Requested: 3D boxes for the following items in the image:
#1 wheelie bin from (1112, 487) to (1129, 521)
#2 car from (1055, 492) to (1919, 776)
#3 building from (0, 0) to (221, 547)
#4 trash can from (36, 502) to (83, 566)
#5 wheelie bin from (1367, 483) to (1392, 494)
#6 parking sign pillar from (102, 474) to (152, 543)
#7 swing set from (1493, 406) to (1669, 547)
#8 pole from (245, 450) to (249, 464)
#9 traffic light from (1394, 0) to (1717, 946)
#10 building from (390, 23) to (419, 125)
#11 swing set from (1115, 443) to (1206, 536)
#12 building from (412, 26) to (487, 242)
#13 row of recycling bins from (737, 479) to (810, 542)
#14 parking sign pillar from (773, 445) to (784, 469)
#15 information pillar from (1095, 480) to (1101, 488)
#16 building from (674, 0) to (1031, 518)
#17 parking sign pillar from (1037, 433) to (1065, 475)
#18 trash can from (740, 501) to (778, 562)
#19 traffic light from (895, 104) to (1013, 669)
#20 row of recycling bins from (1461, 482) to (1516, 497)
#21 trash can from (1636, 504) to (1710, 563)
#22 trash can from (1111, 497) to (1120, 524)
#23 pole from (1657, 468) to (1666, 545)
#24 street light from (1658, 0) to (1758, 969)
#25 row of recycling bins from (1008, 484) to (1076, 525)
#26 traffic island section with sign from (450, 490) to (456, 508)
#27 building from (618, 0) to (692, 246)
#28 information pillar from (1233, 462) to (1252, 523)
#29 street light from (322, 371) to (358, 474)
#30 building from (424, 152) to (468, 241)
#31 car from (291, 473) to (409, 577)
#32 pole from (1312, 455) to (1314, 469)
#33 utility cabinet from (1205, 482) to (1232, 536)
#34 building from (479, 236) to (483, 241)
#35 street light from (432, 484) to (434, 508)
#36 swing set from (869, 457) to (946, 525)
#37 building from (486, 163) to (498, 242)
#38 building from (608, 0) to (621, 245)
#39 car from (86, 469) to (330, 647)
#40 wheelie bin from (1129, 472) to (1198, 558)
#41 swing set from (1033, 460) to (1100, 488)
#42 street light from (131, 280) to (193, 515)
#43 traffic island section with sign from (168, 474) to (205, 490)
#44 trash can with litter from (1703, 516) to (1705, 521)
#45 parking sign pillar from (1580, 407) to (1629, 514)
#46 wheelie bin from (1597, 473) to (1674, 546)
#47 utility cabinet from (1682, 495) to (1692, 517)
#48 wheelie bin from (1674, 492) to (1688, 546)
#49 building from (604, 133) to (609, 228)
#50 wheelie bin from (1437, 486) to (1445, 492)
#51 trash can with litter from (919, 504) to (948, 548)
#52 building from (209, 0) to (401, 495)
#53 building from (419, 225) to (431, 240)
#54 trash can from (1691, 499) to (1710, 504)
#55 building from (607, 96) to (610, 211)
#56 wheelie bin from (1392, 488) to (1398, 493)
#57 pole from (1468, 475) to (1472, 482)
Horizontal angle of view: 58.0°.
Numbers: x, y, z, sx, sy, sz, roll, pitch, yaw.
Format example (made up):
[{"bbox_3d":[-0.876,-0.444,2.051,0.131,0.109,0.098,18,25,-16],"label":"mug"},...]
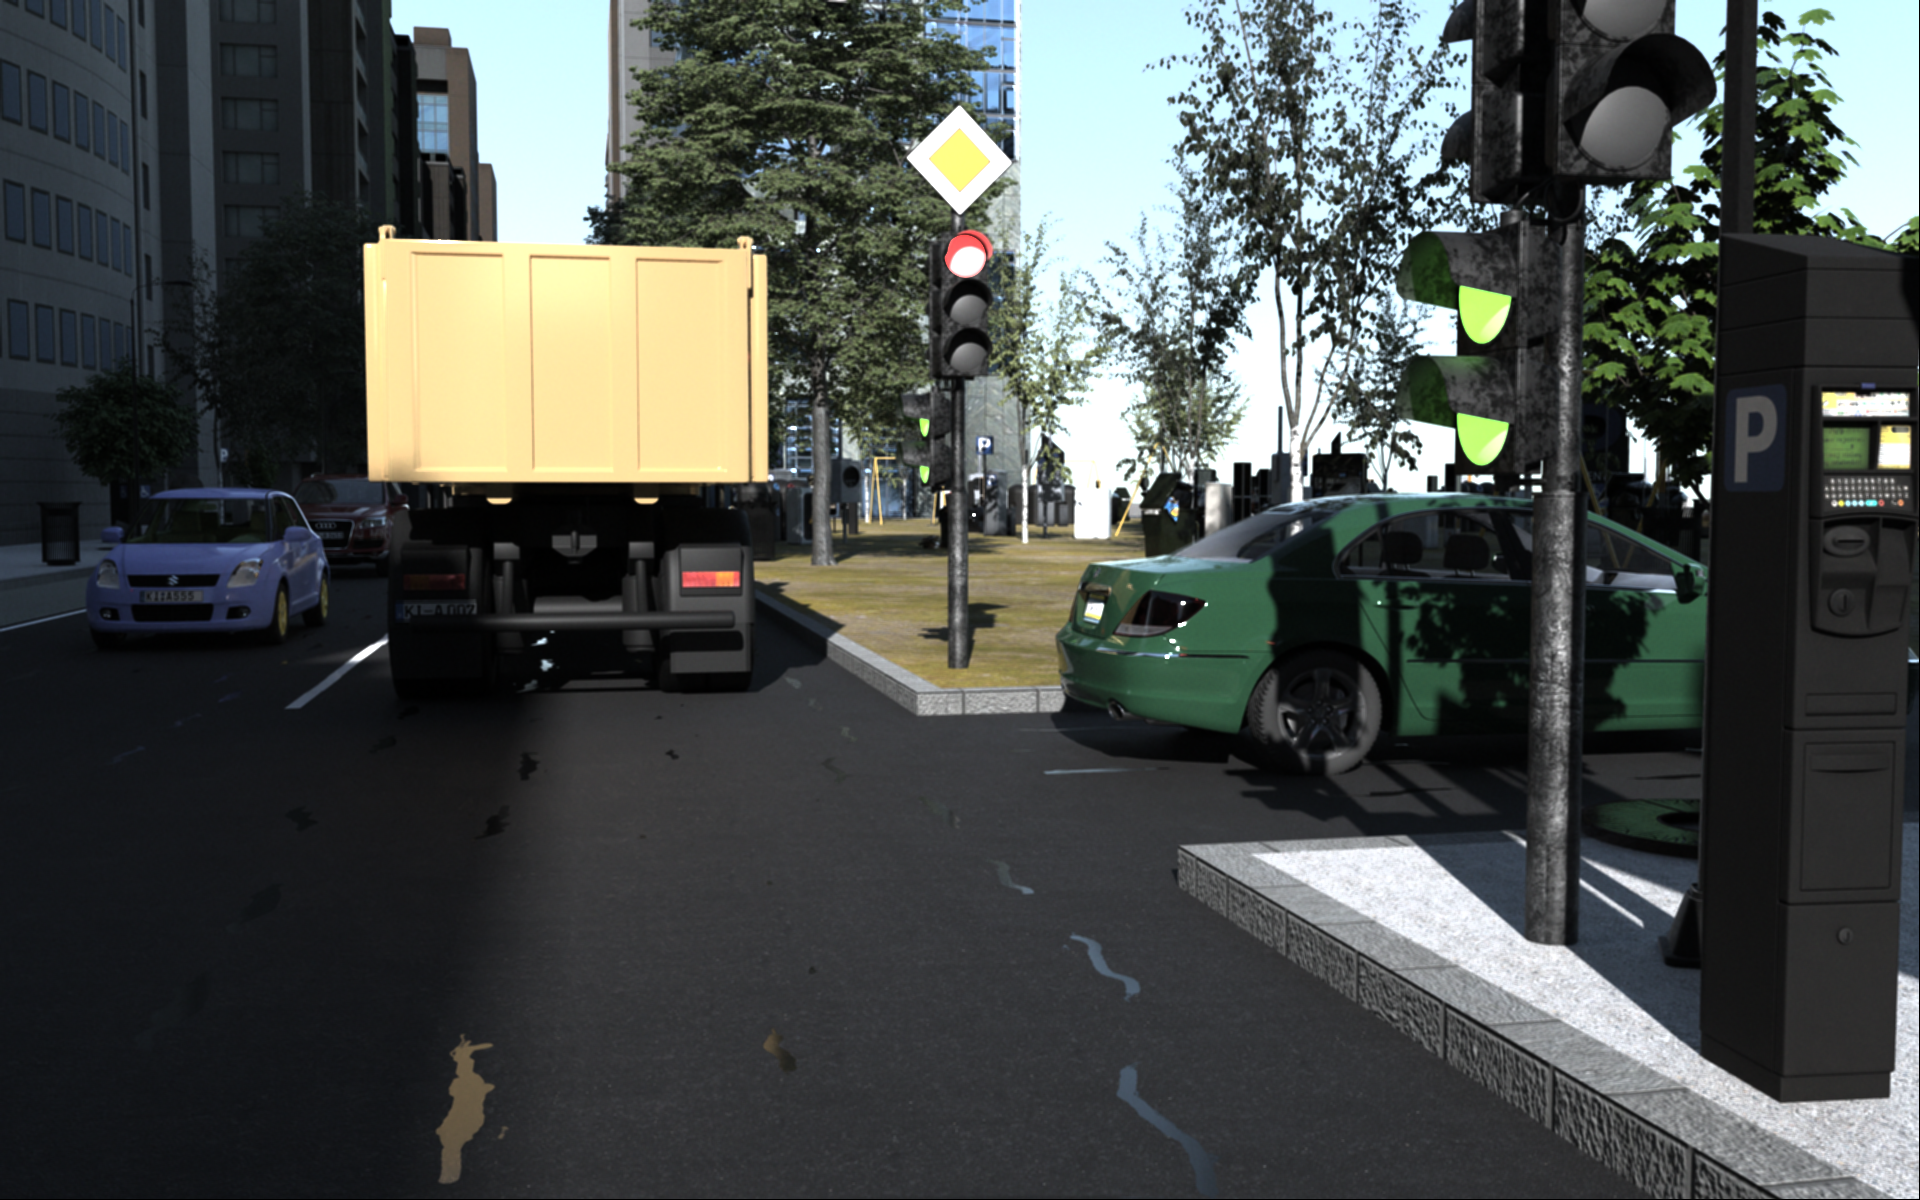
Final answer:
[{"bbox_3d":[7.602,-4.530,81.980,0.980,1.594,0.693,-3,4,-37],"label":"wheelie bin"},{"bbox_3d":[3.008,0.116,9.900,4.920,1.459,2.131,-1,4,-11],"label":"car"},{"bbox_3d":[-34.658,-30.871,46.747,21.231,58.520,28.212,-1,4,-12],"label":"building"},{"bbox_3d":[-16.173,-1.192,31.136,0.748,1.137,0.748,0,3,0],"label":"trash can"},{"bbox_3d":[11.313,-2.444,47.870,0.693,1.594,0.980,3,5,43],"label":"wheelie bin"},{"bbox_3d":[-22.065,-3.521,46.039,1.447,3.967,1.447,2,4,34],"label":"parking sign pillar"},{"bbox_3d":[8.384,-1.495,22.066,3.119,2.851,2.862,-2,4,-26],"label":"swing set"},{"bbox_3d":[-32.912,-5.274,80.077,0.158,3.312,0.155,0,3,0],"label":"pole"},{"bbox_3d":[1.684,-0.976,4.872,0.839,4.253,0.868,-1,4,-12],"label":"traffic light"},{"bbox_3d":[-39.847,-20.242,102.663,14.160,30.474,14.107,-1,4,-12],"label":"building"},{"bbox_3d":[6.655,-3.433,53.757,2.862,2.851,3.119,2,4,28],"label":"swing set"},{"bbox_3d":[-54.673,-31.801,170.061,14.600,45.320,14.200,-1,4,-12],"label":"building"},{"bbox_3d":[-5.118,-2.471,47.510,1.069,1.692,3.534,1,4,20],"label":"row of recycling bins"},{"bbox_3d":[-6.303,-4.245,57.879,1.447,3.967,1.447,1,4,14],"label":"parking sign pillar"},{"bbox_3d":[7.250,-5.282,90.851,0.304,2.012,0.304,0,4,5],"label":"information pillar"},{"bbox_3d":[-8.401,-48.423,104.381,22.319,86.520,31.000,-1,4,-12],"label":"building"},{"bbox_3d":[3.980,-5.353,75.994,1.447,3.967,1.447,-3,5,-43],"label":"parking sign pillar"},{"bbox_3d":[-3.843,-1.311,33.083,0.748,1.137,0.748,0,3,0],"label":"trash can"},{"bbox_3d":[-0.034,-1.453,12.670,0.839,4.253,0.868,-1,4,-12],"label":"traffic light"},{"bbox_3d":[17.882,-3.216,59.691,3.534,1.692,1.069,-3,4,-39],"label":"row of recycling bins"},{"bbox_3d":[7.903,-0.465,19.255,0.748,1.137,0.748,0,3,0],"label":"trash can"},{"bbox_3d":[6.432,-3.801,73.793,0.748,1.137,0.748,0,3,0],"label":"trash can"},{"bbox_3d":[16.129,-2.811,39.804,0.158,3.312,0.155,0,3,0],"label":"pole"},{"bbox_3d":[1.562,-1.955,4.502,1.470,5.913,1.316,-1,4,-12],"label":"street light"},{"bbox_3d":[3.559,-4.070,73.655,3.534,1.692,1.069,-3,4,-37],"label":"row of recycling bins"},{"bbox_3d":[-30.919,-5.983,106.445,1.989,1.847,2.006,-1,4,-12],"label":"traffic island section with sign"},{"bbox_3d":[-15.637,-36.202,133.904,21.231,58.520,28.212,-1,4,-12],"label":"building"},{"bbox_3d":[6.520,-2.173,40.024,0.304,2.012,0.304,-3,5,-40],"label":"information pillar"},{"bbox_3d":[-23.342,-5.667,65.190,1.470,5.913,1.316,-1,4,-12],"label":"street light"},{"bbox_3d":[-48.820,-22.842,145.172,14.160,30.474,14.107,-1,4,-12],"label":"building"},{"bbox_3d":[-11.152,-1.395,31.487,2.281,1.827,5.304,-1,4,-12],"label":"car"},{"bbox_3d":[18.313,-5.856,89.593,0.158,3.312,0.155,0,3,0],"label":"pole"},{"bbox_3d":[4.756,-1.413,31.784,0.318,1.500,1.173,1,4,18],"label":"utility cabinet"},{"bbox_3d":[-58.164,-25.261,184.721,14.160,30.474,14.107,-1,4,-12],"label":"building"},{"bbox_3d":[-33.663,-8.554,112.400,1.470,5.913,1.316,-1,4,-12],"label":"street light"},{"bbox_3d":[-2.361,-4.694,74.363,3.119,2.851,2.862,-1,4,-13],"label":"swing set"},{"bbox_3d":[-67.872,-35.292,227.134,14.600,45.320,14.200,-1,4,-12],"label":"building"},{"bbox_3d":[-24.034,-30.851,154.524,14.600,45.320,14.200,-1,4,-12],"label":"building"},{"bbox_3d":[-7.488,-0.480,17.445,1.945,1.707,3.694,-1,4,-11],"label":"car"},{"bbox_3d":[3.071,-1.074,25.472,0.693,1.594,0.980,-1,4,-23],"label":"wheelie bin"},{"bbox_3d":[5.072,-5.091,80.852,3.119,2.851,2.862,2,4,29],"label":"swing set"},{"bbox_3d":[-17.319,-3.979,37.601,1.470,5.913,1.316,-1,4,-12],"label":"street light"},{"bbox_3d":[-14.699,-1.480,32.825,1.989,1.847,2.006,-1,4,-12],"label":"traffic island section with sign"},{"bbox_3d":[36.181,-4.385,83.083,1.055,1.170,0.624,2,4,33],"label":"trash can with litter"},{"bbox_3d":[13.737,-2.997,37.478,1.447,3.967,1.447,1,4,11],"label":"parking sign pillar"},{"bbox_3d":[10.029,-1.105,25.983,0.980,1.594,0.693,-2,4,-27],"label":"wheelie bin"},{"bbox_3d":[32.686,-4.125,78.608,0.306,1.237,1.020,-1,4,-23],"label":"utility cabinet"},{"bbox_3d":[17.390,-2.120,42.577,0.980,1.594,0.693,0,4,2],"label":"wheelie bin"},{"bbox_3d":[-31.516,-33.945,209.628,22.147,44.769,28.867,-1,4,-12],"label":"building"},{"bbox_3d":[18.914,-3.642,67.461,0.980,1.594,0.693,-3,4,-38],"label":"wheelie bin"},{"bbox_3d":[-0.458,-1.806,40.910,1.055,1.170,0.624,1,4,19],"label":"trash can with litter"},{"bbox_3d":[-36.974,-24.768,88.559,14.154,41.232,14.086,-1,4,-12],"label":"building"},{"bbox_3d":[-51.033,-16.967,122.457,27.650,21.520,28.899,-1,4,-12],"label":"building"},{"bbox_3d":[21.592,-2.359,50.225,0.748,1.137,0.748,0,3,0],"label":"trash can"},{"bbox_3d":[-26.241,-34.292,184.375,21.300,48.544,21.600,-1,4,-12],"label":"building"},{"bbox_3d":[21.504,-4.803,86.442,0.693,1.594,0.980,2,4,32],"label":"wheelie bin"},{"bbox_3d":[26.731,-5.933,90.840,0.158,3.312,0.155,0,3,0],"label":"pole"}]
